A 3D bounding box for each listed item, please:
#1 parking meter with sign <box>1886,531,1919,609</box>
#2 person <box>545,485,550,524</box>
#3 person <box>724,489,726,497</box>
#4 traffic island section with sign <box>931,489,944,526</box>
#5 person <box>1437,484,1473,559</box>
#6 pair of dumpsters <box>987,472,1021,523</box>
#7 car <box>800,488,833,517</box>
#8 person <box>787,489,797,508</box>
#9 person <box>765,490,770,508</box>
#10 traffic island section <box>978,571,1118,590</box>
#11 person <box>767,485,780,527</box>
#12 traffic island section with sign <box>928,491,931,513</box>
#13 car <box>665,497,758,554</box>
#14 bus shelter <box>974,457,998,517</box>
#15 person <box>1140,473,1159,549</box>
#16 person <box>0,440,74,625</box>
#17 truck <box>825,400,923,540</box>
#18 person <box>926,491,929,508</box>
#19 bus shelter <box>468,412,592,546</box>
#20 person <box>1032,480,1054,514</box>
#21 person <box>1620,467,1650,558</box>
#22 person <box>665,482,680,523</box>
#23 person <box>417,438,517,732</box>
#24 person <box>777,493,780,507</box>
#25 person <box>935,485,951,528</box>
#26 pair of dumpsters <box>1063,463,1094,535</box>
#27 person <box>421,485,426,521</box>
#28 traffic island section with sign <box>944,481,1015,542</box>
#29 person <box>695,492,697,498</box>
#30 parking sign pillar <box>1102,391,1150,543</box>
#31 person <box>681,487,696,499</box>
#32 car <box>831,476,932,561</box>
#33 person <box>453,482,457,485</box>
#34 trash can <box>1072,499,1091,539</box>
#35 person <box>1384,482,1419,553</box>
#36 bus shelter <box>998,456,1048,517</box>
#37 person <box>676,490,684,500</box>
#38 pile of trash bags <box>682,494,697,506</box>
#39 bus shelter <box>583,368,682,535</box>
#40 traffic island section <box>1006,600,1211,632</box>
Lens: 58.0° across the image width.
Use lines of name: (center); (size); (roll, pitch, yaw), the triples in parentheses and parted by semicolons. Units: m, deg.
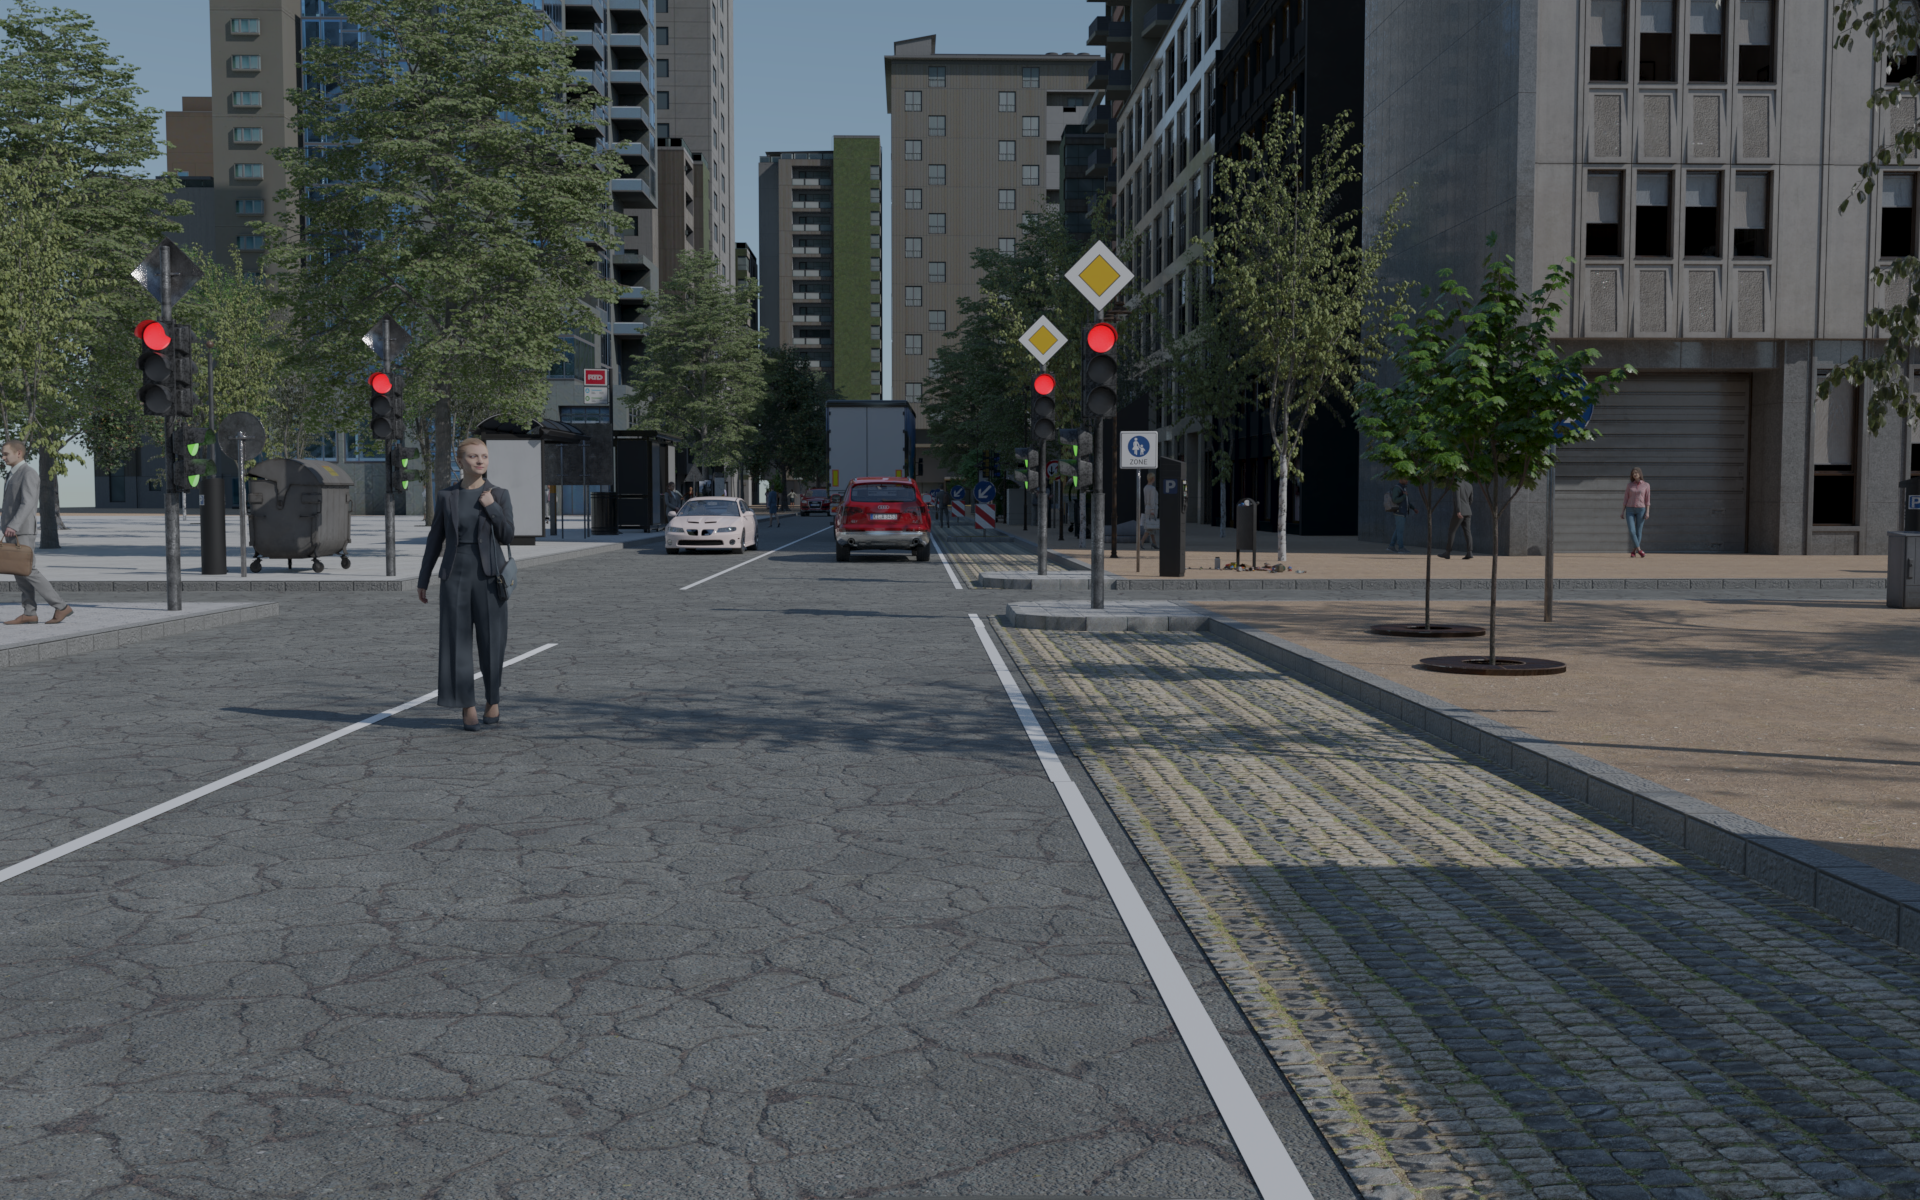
parking meter with sign: (11.337, -1.412, 19.342); (1.738, 3.016, 0.543); (0, 4, -3)
person: (-17.704, -4.185, 74.745); (0.678, 1.792, 0.850); (0, 4, -7)
person: (-16.059, -6.770, 116.600); (0.599, 1.838, 0.709); (-2, 4, -27)
traffic island section with sign: (-0.215, -4.300, 78.931); (1.989, 1.847, 2.006); (0, 4, -2)
person: (9.765, -1.725, 34.025); (0.659, 1.850, 0.755); (-2, 4, -34)
pair of dumpsters: (1.947, -4.699, 79.326); (1.574, 2.255, 4.437); (0, 4, -2)
car: (-9.177, -6.331, 112.186); (2.281, 1.827, 5.304); (0, 3, 0)
person: (-15.825, -9.540, 162.816); (1.217, 1.735, 0.721); (-2, 4, -33)
person: (-16.008, -8.413, 144.266); (0.551, 1.740, 0.621); (0, 4, 1)
traffic island section: (1.322, -0.312, 27.377); (2.009, 0.180, 2.903); (0, 4, -2)
person: (-8.021, -4.032, 74.439); (0.581, 1.822, 0.654); (-3, 5, -43)
traffic island section with sign: (-1.712, -7.377, 129.241); (1.989, 1.847, 2.006); (0, 4, -2)
car: (-6.088, -1.864, 42.837); (2.083, 1.381, 4.827); (0, 3, 0)
bus shelter: (1.866, -6.196, 95.228); (2.014, 3.302, 5.546); (0, 4, -2)
person: (4.383, -2.069, 40.219); (0.624, 1.780, 0.694); (-1, 4, -9)
person: (-9.222, -0.663, 17.007); (0.709, 1.813, 0.853); (3, 5, 42)
truck: (-2.750, -4.178, 57.228); (2.839, 4.237, 11.283); (0, 4, 0)
person: (-3.239, -9.762, 169.045); (0.436, 1.711, 0.756); (-3, 5, -40)
bus shelter: (-11.184, -3.154, 45.499); (2.014, 3.302, 5.546); (0, 4, -2)
person: (2.656, -3.014, 55.679); (0.716, 1.782, 0.532); (-2, 4, -30)
person: (13.637, -1.770, 34.994); (0.555, 1.821, 0.388); (1, 4, 17)
person: (-8.159, -2.508, 49.774); (0.573, 1.790, 0.520); (2, 4, 24)
person: (-3.007, -0.104, 10.624); (0.576, 1.772, 0.534); (-2, 4, -28)
person: (-17.624, -9.917, 168.192); (0.705, 1.823, 1.348); (-1, 4, -11)
person: (-0.721, -3.948, 73.012); (0.622, 1.834, 0.822); (-1, 4, -11)
pair of dumpsters: (4.312, -3.272, 55.997); (1.574, 2.255, 4.437); (0, 4, -2)
person: (-25.368, -4.662, 82.484); (0.641, 1.798, 0.478); (1, 4, 13)
traffic island section with sign: (0.605, -2.652, 51.988); (1.989, 1.847, 2.006); (0, 4, -2)
person: (-18.063, -6.702, 118.836); (0.599, 1.433, 0.991); (2, 4, 34)
parking sign pillar: (4.298, -3.495, 45.609); (1.447, 3.967, 1.447); (0, 4, 2)
person: (-16.551, -6.092, 106.465); (1.217, 1.723, 0.721); (0, 4, -2)
car: (-1.731, -1.819, 38.422); (2.281, 1.827, 5.304); (0, 4, -3)
person: (-21.726, -4.177, 74.426); (0.778, 1.811, 0.616); (-1, 4, -14)
trash can: (3.586, -2.323, 49.632); (0.748, 1.137, 0.748); (0, 3, 0)
person: (9.553, -1.905, 37.529); (0.721, 1.781, 0.623); (1, 4, 19)
bus shelter: (3.118, -5.543, 84.548); (2.014, 3.302, 5.546); (0, 4, -2)
person: (-17.990, -6.289, 108.953); (1.350, 1.814, 0.705); (-2, 4, -28)
pile of trash bags: (-12.602, -4.568, 84.436); (1.912, 1.369, 3.447); (-1, 4, -12)
bus shelter: (-10.984, -4.916, 58.009); (2.179, 5.291, 8.768); (0, 4, -2)
traffic island section: (1.560, 0.176, 19.396); (2.009, 0.180, 2.903); (0, 4, -2)
